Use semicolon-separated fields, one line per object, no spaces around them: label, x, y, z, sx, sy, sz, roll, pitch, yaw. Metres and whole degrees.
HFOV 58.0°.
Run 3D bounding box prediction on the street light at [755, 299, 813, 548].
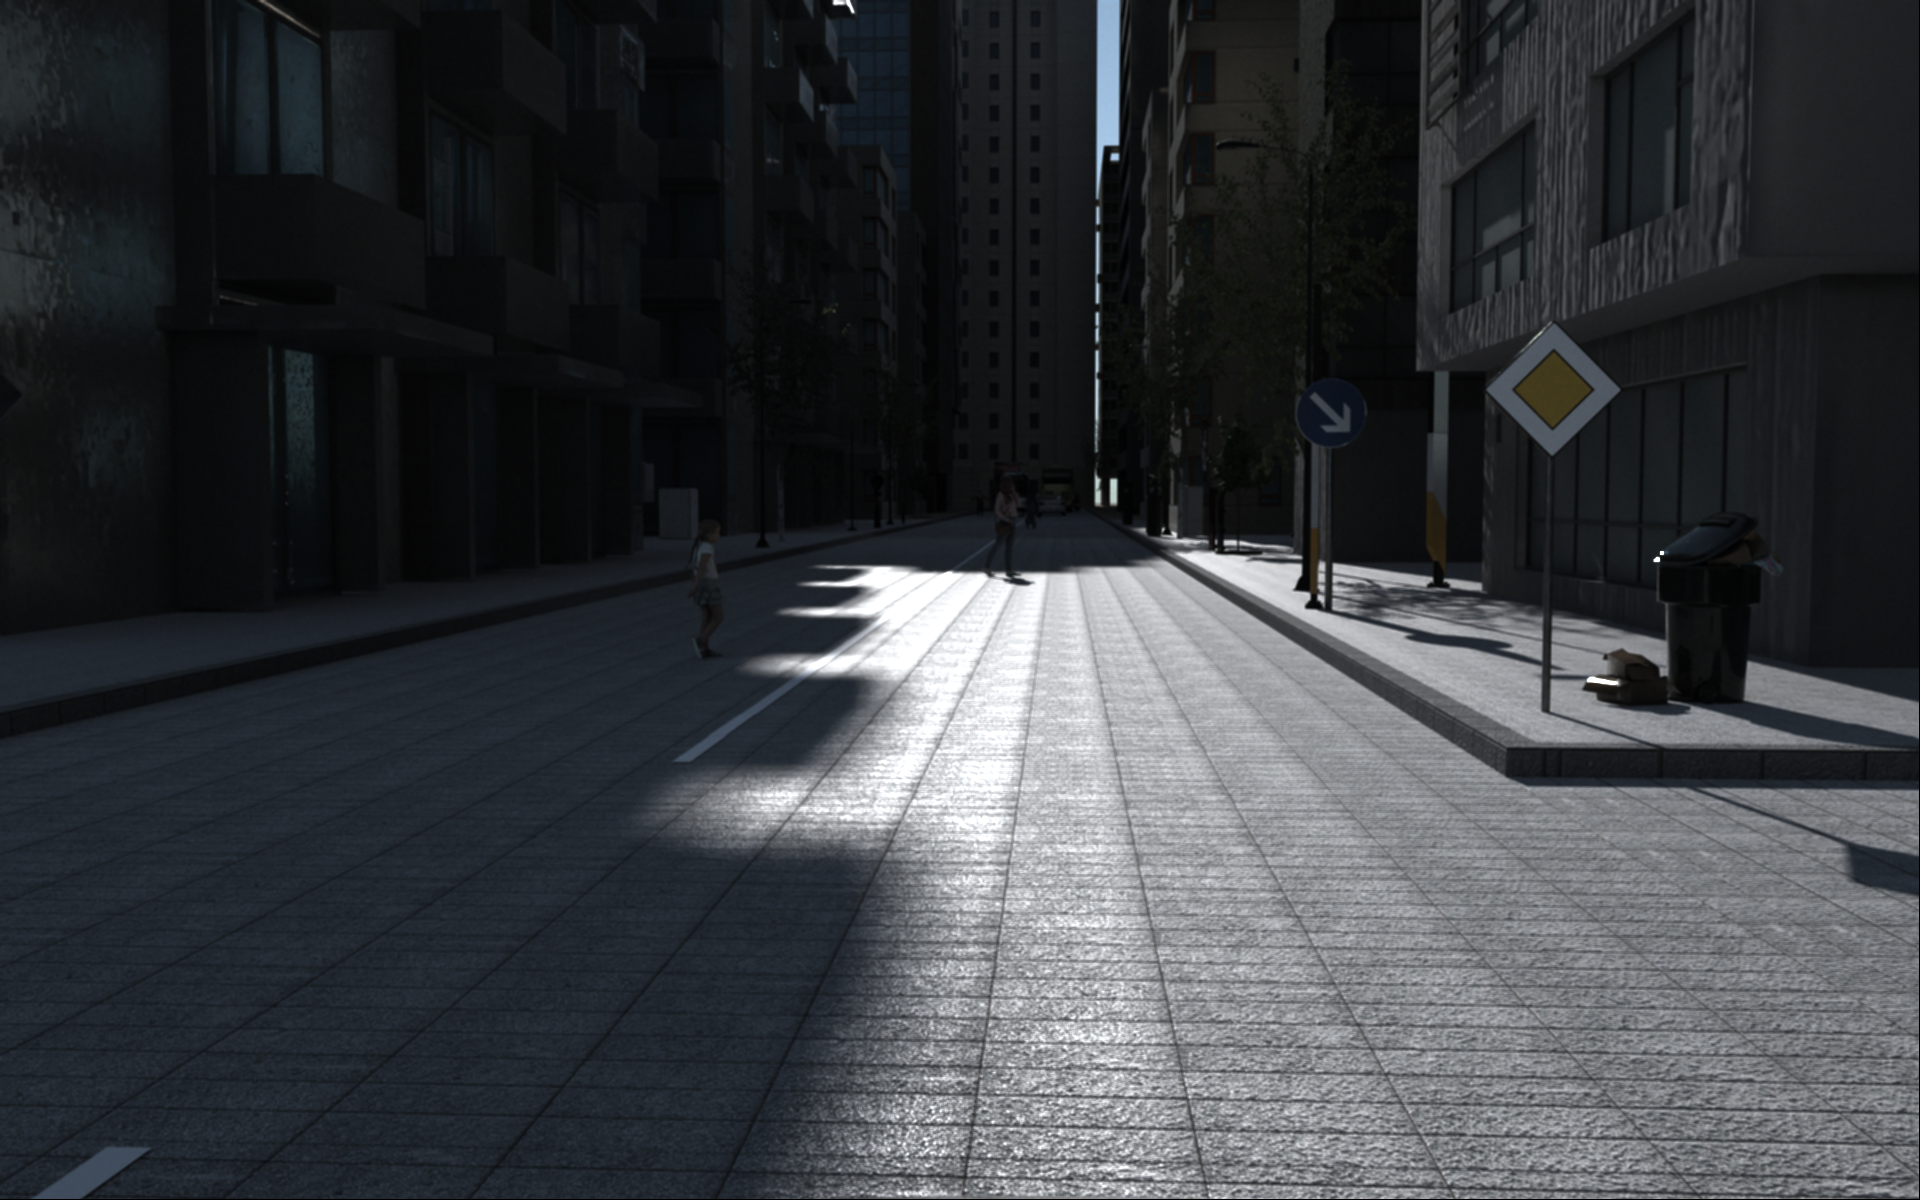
street light;-4.201;-4.209;41.355;1.470;5.913;1.316;0;4;3

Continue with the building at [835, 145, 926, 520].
building;-16.880;-15.666;101.182;27.650;21.520;28.899;0;4;3

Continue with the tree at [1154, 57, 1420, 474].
tree;5.669;-4.811;29.024;4.737;8.622;4.395;0;3;0

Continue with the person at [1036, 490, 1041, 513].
person;5.551;-6.877;121.875;0.436;1.711;0.756;0;4;2

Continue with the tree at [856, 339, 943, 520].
tree;-3.092;-8.121;83.148;4.737;8.622;4.395;0;3;0

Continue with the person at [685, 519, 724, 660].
person;-2.279;-0.100;15.151;0.382;1.210;0.505;-2;4;-29

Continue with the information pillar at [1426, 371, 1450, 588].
information pillar;6.543;-1.979;23.706;0.183;3.616;0.504;3;5;40

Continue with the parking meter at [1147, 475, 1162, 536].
parking meter;5.918;-2.870;52.637;0.399;1.863;0.255;3;5;43

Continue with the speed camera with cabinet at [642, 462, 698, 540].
speed camera with cabinet;-8.486;-3.357;49.228;2.038;3.252;0.660;1;4;16

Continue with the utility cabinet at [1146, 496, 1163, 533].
utility cabinet;6.372;-2.792;56.817;0.306;1.237;1.020;-1;4;-9

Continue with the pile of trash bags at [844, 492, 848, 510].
pile of trash bags;-7.169;-4.596;84.897;3.447;1.369;1.912;1;4;11

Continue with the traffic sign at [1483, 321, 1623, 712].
traffic sign;3.449;-0.398;10.146;0.795;2.450;0.064;0;4;3

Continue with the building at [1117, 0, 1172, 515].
building;21.779;-30.174;117.050;21.300;48.544;21.600;0;4;3

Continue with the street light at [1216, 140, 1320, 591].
street light;4.062;-3.079;22.878;1.470;5.913;1.316;0;4;3

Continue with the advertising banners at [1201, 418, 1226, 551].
advertising banners;5.728;-2.635;39.269;0.090;3.025;2.074;0;4;-6

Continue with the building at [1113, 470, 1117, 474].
building;24.895;-32.005;142.896;23.786;49.044;30.456;0;4;3

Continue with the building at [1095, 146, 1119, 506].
building;26.477;-30.076;183.623;23.993;40.220;32.217;0;4;3

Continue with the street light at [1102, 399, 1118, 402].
street light;7.631;-6.874;84.924;1.470;5.913;1.316;0;4;3

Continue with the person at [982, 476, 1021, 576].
person;0.729;-1.301;30.357;0.643;1.750;0.593;2;4;26

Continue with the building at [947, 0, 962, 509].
building;-13.512;-34.103;146.828;27.495;52.752;28.713;0;4;3

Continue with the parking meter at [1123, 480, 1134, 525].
parking meter;7.027;-4.080;72.417;0.399;1.863;0.255;2;4;32

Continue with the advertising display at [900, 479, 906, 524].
advertising display;-2.463;-4.269;75.017;0.123;1.923;0.974;-1;4;-8

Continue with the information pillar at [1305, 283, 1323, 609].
information pillar;4.011;-1.722;19.504;0.183;3.616;0.504;1;4;13

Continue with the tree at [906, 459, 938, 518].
tree;-2.251;-6.082;94.048;1.663;3.219;1.824;0;3;0

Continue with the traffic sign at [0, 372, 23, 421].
traffic sign;-6.178;-0.433;10.726;0.795;2.450;0.064;0;4;3

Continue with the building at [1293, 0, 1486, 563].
building;14.323;-16.295;38.117;14.160;30.474;14.107;0;4;3

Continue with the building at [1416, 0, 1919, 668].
building;12.425;-20.230;14.358;14.086;41.232;14.154;0;4;3

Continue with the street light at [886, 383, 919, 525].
street light;-2.391;-6.117;72.558;1.470;5.913;1.316;0;4;3

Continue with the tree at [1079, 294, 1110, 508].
tree;6.036;-6.045;49.205;4.737;8.622;4.395;0;3;0

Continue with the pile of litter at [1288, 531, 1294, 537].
pile of litter;10.311;-2.295;51.492;1.176;0.858;1.719;2;4;33

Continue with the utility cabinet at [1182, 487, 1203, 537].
utility cabinet;6.851;-2.618;51.487;0.318;1.500;1.173;2;4;30

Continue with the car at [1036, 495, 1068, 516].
car;6.135;-6.300;115.367;2.083;1.381;4.827;0;4;3

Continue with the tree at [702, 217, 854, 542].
tree;-4.786;-5.856;46.103;4.360;8.622;3.978;0;3;0

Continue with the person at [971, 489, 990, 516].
person;1.328;-6.347;113.010;1.217;1.736;0.721;-1;4;-10

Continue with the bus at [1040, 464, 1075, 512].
bus;7.848;-9.047;139.461;2.896;3.916;12.252;0;4;3

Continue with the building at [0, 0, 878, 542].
building;-15.834;-27.193;64.221;23.786;49.044;30.456;0;4;3

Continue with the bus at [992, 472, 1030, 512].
bus;4.292;-8.913;140.582;2.948;3.499;13.247;0;4;3

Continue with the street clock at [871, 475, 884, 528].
street clock;-3.115;-3.713;65.269;0.471;2.002;0.358;-3;4;-37

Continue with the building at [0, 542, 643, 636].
building;-17.528;-24.848;25.871;23.786;49.044;30.456;0;4;3

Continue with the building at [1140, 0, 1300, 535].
building;21.621;-13.604;67.463;27.650;21.520;28.899;0;4;3

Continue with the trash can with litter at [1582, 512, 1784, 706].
trash can with litter;4.432;0.046;10.640;1.055;1.170;0.624;-1;4;-18

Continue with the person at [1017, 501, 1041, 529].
person;2.831;-3.509;71.376;1.012;1.151;0.738;0;4;4

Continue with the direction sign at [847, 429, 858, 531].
direction sign;-3.787;-4.207;60.778;0.379;3.537;0.876;0;4;-5

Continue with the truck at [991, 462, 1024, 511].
truck;4.341;-10.126;154.471;2.839;4.237;11.283;0;4;3

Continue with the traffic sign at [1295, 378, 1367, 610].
traffic sign;4.087;-1.164;19.130;0.768;2.556;0.104;1;4;13

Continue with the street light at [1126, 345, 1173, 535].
street light;5.945;-4.989;54.114;1.470;5.913;1.316;0;4;3

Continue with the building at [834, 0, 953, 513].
building;-7.883;-28.840;121.640;14.600;45.320;14.200;0;4;3

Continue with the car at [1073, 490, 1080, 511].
car;9.256;-8.596;149.223;2.281;1.827;5.304;0;4;2

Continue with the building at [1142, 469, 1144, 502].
building;20.916;-40.158;94.830;20.563;71.187;20.611;0;4;3

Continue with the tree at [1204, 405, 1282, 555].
tree;5.860;-2.593;37.000;1.663;3.219;1.824;0;3;0

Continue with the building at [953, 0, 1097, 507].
building;-0.096;-39.011;179.828;28.212;58.520;21.231;0;4;3
